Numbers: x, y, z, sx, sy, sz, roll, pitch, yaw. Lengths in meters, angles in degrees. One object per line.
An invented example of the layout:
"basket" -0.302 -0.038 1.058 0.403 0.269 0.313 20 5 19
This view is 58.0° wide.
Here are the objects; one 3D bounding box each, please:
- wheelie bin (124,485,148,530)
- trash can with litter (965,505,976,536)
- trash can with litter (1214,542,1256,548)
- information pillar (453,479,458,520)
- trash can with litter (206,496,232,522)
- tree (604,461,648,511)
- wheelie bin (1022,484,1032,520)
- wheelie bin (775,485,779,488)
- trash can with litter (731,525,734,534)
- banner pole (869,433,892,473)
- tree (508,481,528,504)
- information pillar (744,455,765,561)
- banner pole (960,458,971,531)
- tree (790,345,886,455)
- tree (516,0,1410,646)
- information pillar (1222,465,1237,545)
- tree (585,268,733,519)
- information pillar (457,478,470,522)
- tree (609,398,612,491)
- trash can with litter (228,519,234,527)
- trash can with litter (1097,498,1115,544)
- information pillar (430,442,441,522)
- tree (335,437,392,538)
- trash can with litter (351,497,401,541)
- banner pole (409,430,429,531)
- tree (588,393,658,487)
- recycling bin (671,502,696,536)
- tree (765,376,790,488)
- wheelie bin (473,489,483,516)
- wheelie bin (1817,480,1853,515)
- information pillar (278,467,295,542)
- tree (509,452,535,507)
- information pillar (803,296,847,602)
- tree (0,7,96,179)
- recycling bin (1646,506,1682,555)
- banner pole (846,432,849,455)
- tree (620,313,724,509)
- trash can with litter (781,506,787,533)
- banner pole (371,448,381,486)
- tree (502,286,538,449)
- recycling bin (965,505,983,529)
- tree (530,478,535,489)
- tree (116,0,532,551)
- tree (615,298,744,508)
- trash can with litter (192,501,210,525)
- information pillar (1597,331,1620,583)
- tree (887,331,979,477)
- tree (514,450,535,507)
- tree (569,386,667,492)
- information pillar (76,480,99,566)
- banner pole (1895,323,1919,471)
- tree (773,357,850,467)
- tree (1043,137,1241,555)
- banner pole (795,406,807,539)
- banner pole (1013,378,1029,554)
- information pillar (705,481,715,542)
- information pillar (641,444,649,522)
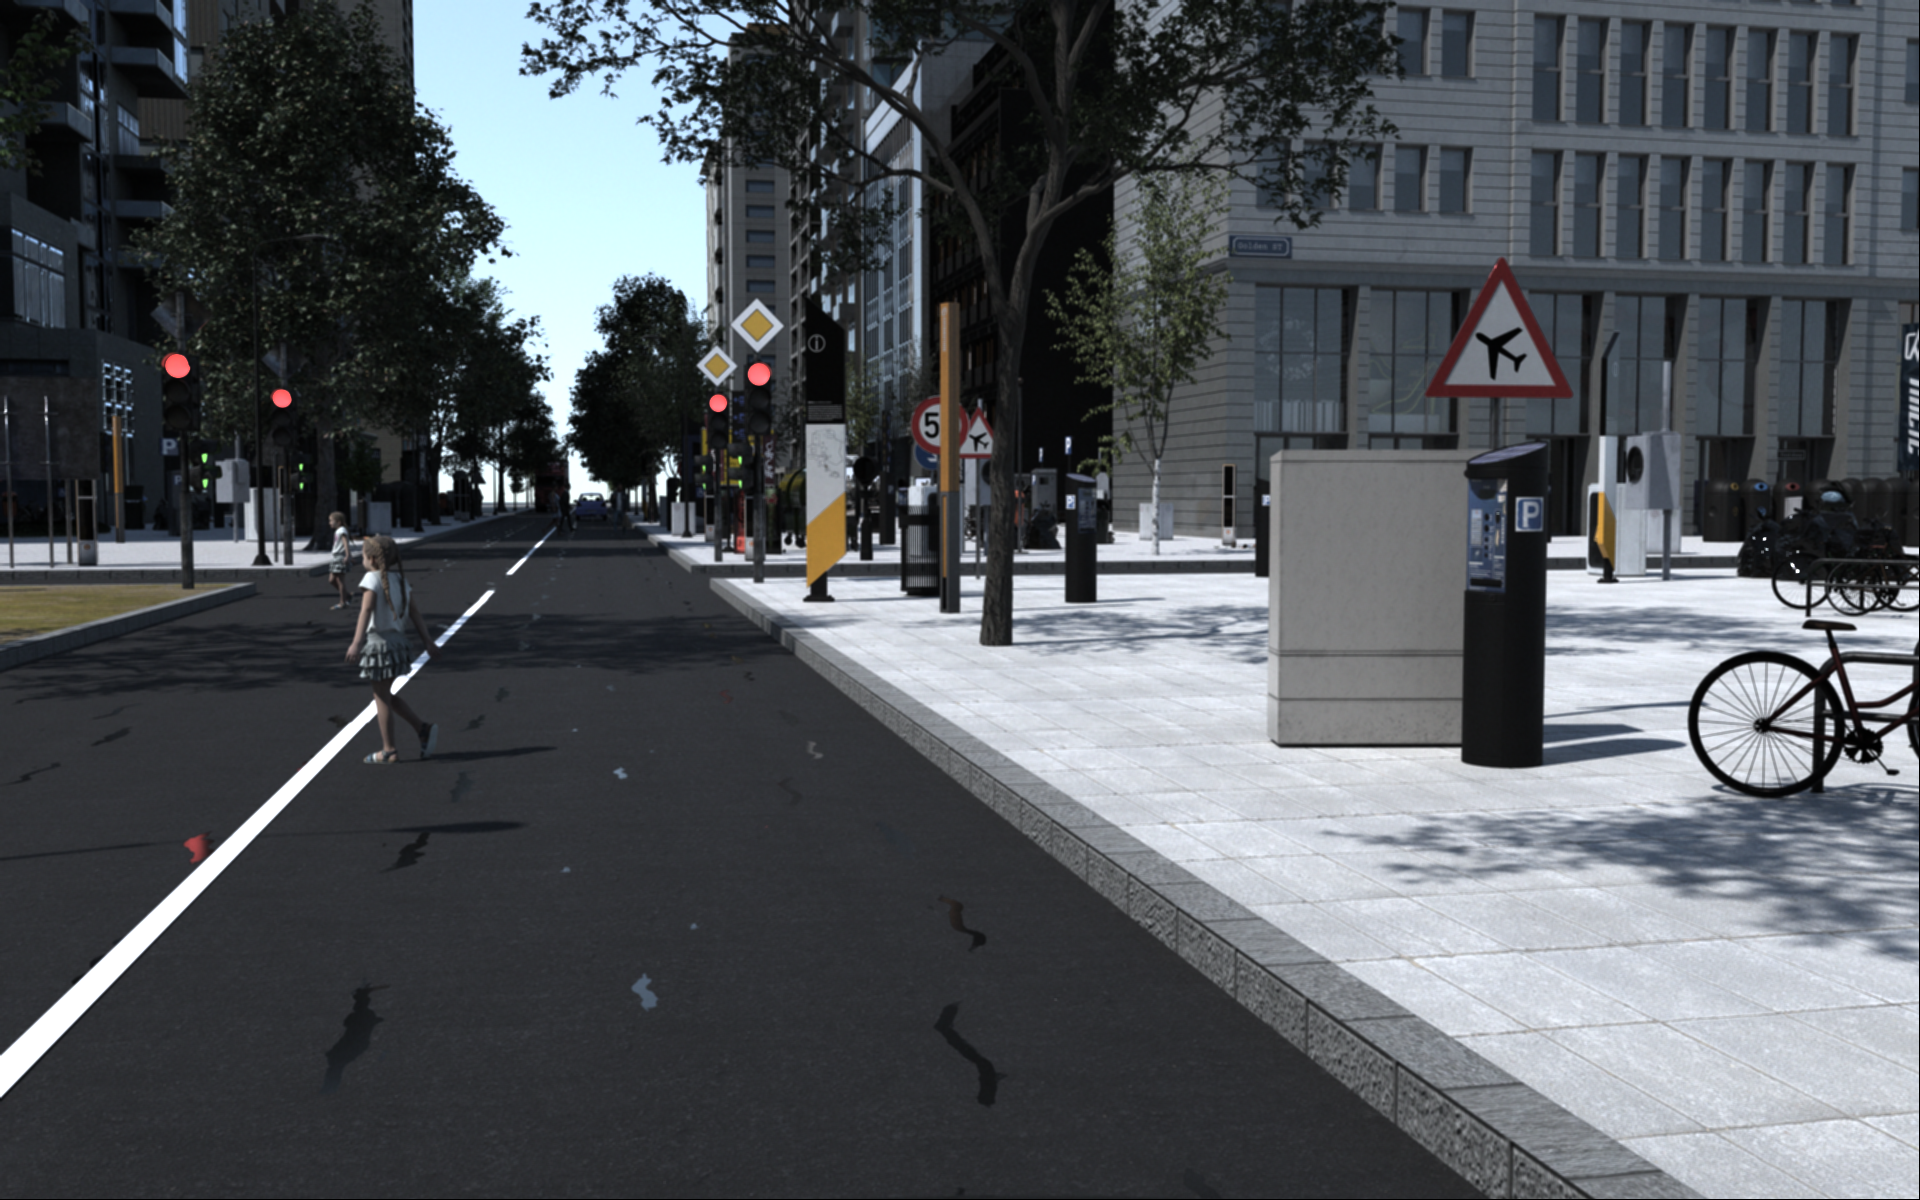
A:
"wheelie bin" -29.956 -3.359 62.834 0.980 1.594 0.693 -1 4 -13
"trash can with litter" 0.421 -2.589 53.380 1.678 1.210 2.233 -1 4 -18
"trash can with litter" 7.176 -1.840 41.135 2.233 1.210 1.678 1 4 14
"information pillar" -24.628 -4.923 84.975 0.304 2.012 0.304 0 4 7
"trash can with litter" -34.723 -4.234 80.288 1.678 1.210 2.233 -2 4 -25
"tree" -25.851 -9.204 134.206 4.285 4.588 4.351 0 3 0
"wheelie bin" 2.150 -2.871 54.843 0.693 1.594 0.980 1 4 21
"wheelie bin" -6.542 -3.379 63.155 0.693 1.594 0.980 -3 4 -39
"trash can with litter" -7.687 -2.720 55.853 1.055 1.170 0.624 0 4 -5
"banner pole" -3.164 -4.930 70.626 0.863 3.779 0.401 -1 4 -11
"tree" -39.969 -9.877 156.093 1.663 3.219 1.824 0 3 0
"information pillar" -3.918 -1.748 33.070 0.304 2.012 0.304 1 4 19
"banner pole" 0.129 -4.264 59.736 0.863 3.779 0.401 0 4 1
"tree" -5.453 -8.260 85.418 4.737 8.622 4.395 0 3 0
"tree" 0.261 -4.871 14.060 8.767 10.594 7.601 0 4 4
"information pillar" 6.742 -2.374 43.308 0.304 2.012 0.304 1 4 20
"tree" -15.800 -10.460 88.025 9.611 12.733 9.660 0 3 0
"information pillar" -22.550 -4.551 78.905 0.304 2.012 0.304 1 4 12
"tree" -18.490 -9.204 100.850 4.737 8.622 4.395 0 3 0
"trash can with litter" -28.087 -3.454 67.860 0.624 1.170 1.055 2 4 29
"trash can with litter" 3.614 -2.032 44.618 0.624 1.170 1.055 1 4 21
"information pillar" -23.651 -5.298 77.971 0.183 3.616 0.504 1 4 21
"tree" -17.817 -3.475 51.418 1.663 3.219 1.824 0 3 0
"trash can with litter" -16.663 -2.281 48.355 1.678 1.210 2.233 -2 4 -31
"banner pole" -19.076 -4.349 61.116 0.401 3.779 0.863 2 4 34
"tree" -39.110 -17.085 197.473 7.486 12.596 7.792 0 3 0
"recycling bin" -8.514 -2.495 53.344 0.722 1.027 0.722 -1 4 -9
"tree" -12.227 -9.524 106.080 4.737 8.622 4.395 0 3 0
"wheelie bin" -29.001 -5.847 103.504 0.980 1.594 0.693 -3 5 -42
"wheelie bin" 20.113 -1.953 39.835 0.693 1.594 0.980 1 4 14
"information pillar" -18.111 -2.575 46.592 0.304 2.012 0.304 0 4 -4
"tree" -44.410 -13.934 178.188 4.360 8.622 3.978 0 3 0
"information pillar" -1.602 -1.785 20.538 0.504 3.616 0.183 1 4 9
"tree" -9.826 -5.349 13.212 9.928 11.665 9.643 0 3 0
"recycling bin" 14.961 -1.497 37.027 0.722 1.027 0.722 1 4 9
"banner pole" -4.147 -4.376 61.570 0.401 3.779 0.863 -2 4 -32
"tree" -11.722 -7.378 70.993 4.360 8.622 3.978 0 3 0
"trash can with litter" -6.352 -2.871 58.001 2.233 1.210 1.678 1 4 10
"banner pole" -28.182 -5.692 83.073 0.863 3.779 0.401 -1 4 -15
"tree" -21.622 -8.892 71.145 9.928 11.665 9.643 0 3 0
"recycling bin" 0.531 -3.091 63.085 0.722 1.027 0.722 0 4 -1
"tree" -53.323 -14.582 222.129 4.285 4.588 4.351 0 3 0
"tree" -14.531 -7.492 39.507 9.611 12.733 9.660 0 3 0
"tree" -10.224 -6.952 64.027 4.737 8.622 4.395 0 3 0
"trash can with litter" -30.279 -3.489 68.433 0.624 1.170 1.055 2 4 35
"information pillar" 9.310 -2.049 24.856 0.183 3.616 0.504 3 5 41
"tree" -1.431 -7.788 77.696 4.360 8.622 3.978 0 3 0
"tree" -42.688 -13.542 171.768 4.737 8.622 4.395 0 3 0
"tree" -31.293 -15.490 159.916 9.857 13.997 8.962 0 3 0
"information pillar" -15.650 -1.624 31.041 0.304 2.012 0.304 -1 4 -21
"banner pole" 12.367 -1.965 22.144 0.401 3.779 0.863 -2 4 -27
"tree" -8.241 -8.811 94.429 4.360 8.622 3.978 0 3 0
"tree" 4.025 -5.255 36.285 4.737 8.622 4.395 0 3 0
"banner pole" -4.378 -3.634 49.426 0.401 3.779 0.863 -3 5 -39
"banner pole" 1.122 -2.905 37.520 0.863 3.779 0.401 3 5 42
"information pillar" -6.693 -2.566 46.439 0.304 2.012 0.304 0 4 -8
"information pillar" -14.718 -5.471 80.813 0.183 3.616 0.504 -2 4 -33
